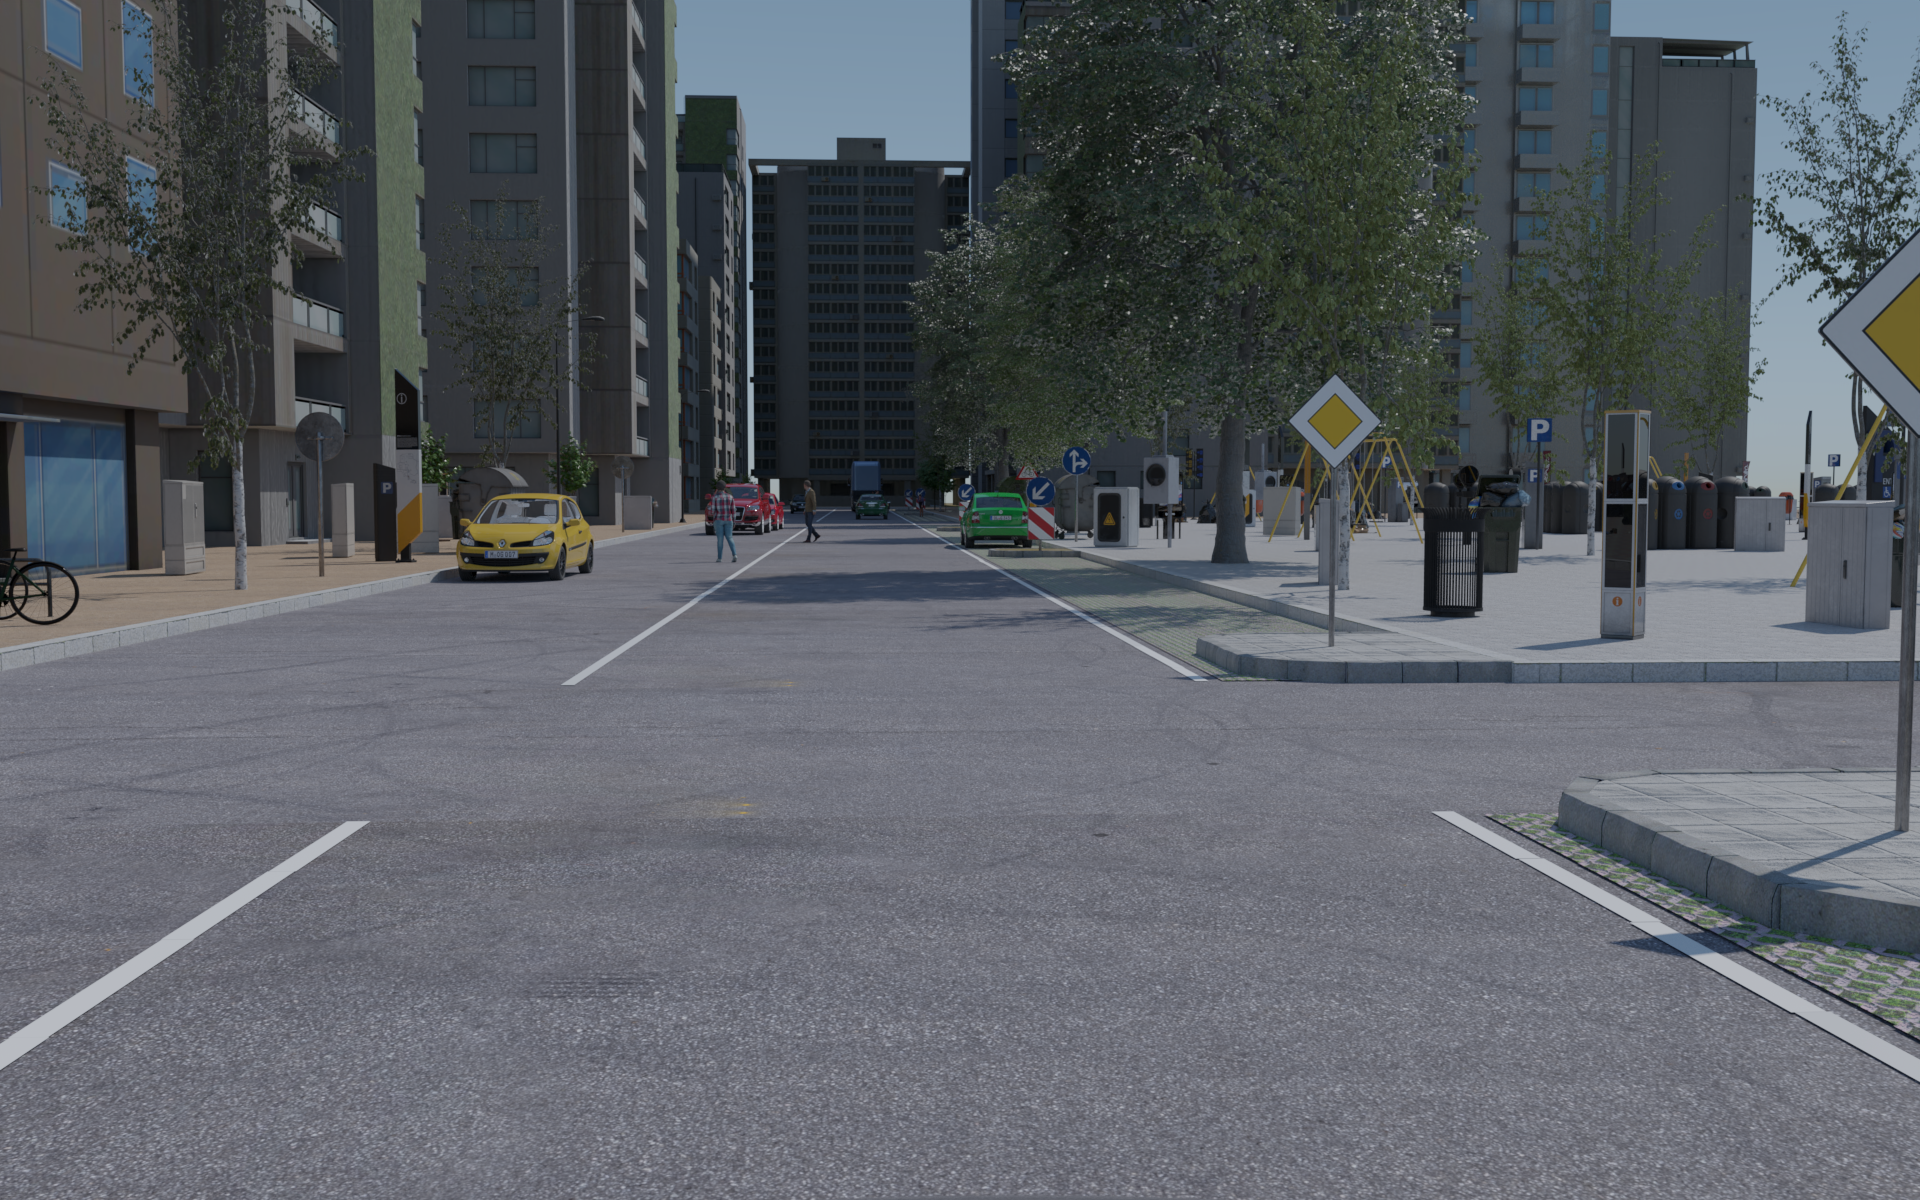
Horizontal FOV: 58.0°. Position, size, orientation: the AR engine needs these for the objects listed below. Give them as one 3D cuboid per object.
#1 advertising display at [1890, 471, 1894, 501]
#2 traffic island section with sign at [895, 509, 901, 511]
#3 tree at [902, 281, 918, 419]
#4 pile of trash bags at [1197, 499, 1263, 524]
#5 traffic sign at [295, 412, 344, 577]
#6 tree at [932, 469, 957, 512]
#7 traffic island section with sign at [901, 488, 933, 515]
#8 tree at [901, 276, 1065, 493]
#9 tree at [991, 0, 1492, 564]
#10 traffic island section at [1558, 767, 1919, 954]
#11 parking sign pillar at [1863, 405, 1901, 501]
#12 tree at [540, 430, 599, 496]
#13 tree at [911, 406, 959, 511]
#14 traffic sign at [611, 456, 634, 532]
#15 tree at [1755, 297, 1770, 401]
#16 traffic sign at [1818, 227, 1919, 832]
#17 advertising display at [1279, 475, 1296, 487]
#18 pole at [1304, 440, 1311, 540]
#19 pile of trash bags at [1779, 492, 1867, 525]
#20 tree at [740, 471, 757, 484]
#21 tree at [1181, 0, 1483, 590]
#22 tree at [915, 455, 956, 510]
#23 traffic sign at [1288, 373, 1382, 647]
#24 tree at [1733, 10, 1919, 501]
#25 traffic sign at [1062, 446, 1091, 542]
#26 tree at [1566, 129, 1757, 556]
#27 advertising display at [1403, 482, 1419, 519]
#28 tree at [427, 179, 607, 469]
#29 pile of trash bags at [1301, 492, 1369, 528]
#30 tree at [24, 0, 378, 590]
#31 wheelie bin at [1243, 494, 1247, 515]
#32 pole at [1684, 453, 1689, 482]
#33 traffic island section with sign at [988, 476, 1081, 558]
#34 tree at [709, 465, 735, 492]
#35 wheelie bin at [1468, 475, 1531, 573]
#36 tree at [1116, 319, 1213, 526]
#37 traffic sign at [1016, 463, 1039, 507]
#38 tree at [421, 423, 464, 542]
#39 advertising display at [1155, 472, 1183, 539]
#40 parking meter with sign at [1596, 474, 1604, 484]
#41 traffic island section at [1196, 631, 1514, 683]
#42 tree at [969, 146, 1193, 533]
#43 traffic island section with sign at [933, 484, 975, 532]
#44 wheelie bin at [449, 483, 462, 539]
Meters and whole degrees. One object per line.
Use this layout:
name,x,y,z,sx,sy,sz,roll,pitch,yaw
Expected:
advertising display,26.534,-2.639,48.369,0.974,1.923,0.123,1,4,18
traffic island section with sign,-4.361,-8.233,143.236,1.989,1.847,2.006,0,4,-3
tree,2.117,-10.540,78.992,9.857,13.997,8.962,0,3,0
pile of trash bags,12.084,-4.045,75.881,3.447,1.369,1.912,-3,5,-40
traffic sign,-9.919,-1.635,26.838,0.768,2.556,0.104,0,4,2
tree,-0.972,-7.989,125.218,1.663,3.219,1.824,0,3,0
traffic island section with sign,-2.777,-6.578,116.171,1.989,1.847,2.006,0,4,-3
tree,2.015,-11.036,90.815,12.009,13.543,11.850,0,3,0
tree,5.118,-7.660,31.890,9.857,13.997,8.962,0,3,0
traffic island section,3.610,0.958,6.617,2.009,0.180,2.903,0,4,-3
parking sign pillar,28.148,-3.940,52.891,1.447,3.967,1.447,-2,4,-23
tree,-11.814,-3.520,52.145,1.663,3.219,1.824,0,3,0
tree,-1.539,-11.047,130.984,4.737,8.622,4.395,0,3,0
traffic sign,-11.291,-3.540,57.977,0.768,2.556,0.104,0,4,0
tree,26.290,-6.751,60.742,4.737,8.622,4.395,0,3,0
traffic sign,3.587,-0.177,6.538,0.795,2.450,0.064,0,4,-3
advertising display,10.946,-3.221,57.870,0.123,1.923,0.974,-1,4,-17
pole,9.710,-3.338,48.412,0.158,3.312,0.155,0,3,0
pile of trash bags,36.017,-3.861,72.887,3.447,1.369,1.912,-1,4,-11
tree,-17.542,-9.008,141.875,1.663,3.219,1.824,0,3,0
tree,5.040,-4.426,22.735,4.737,8.622,4.395,0,3,0
tree,-1.936,-9.431,137.906,4.285,4.588,4.351,0,3,0
traffic sign,3.122,-0.665,14.510,0.795,2.450,0.064,0,4,-3
tree,14.366,-4.682,26.908,4.360,8.622,3.978,0,3,0
traffic sign,3.122,-2.834,46.442,0.768,2.556,0.104,0,4,5
tree,13.423,-5.233,35.924,4.737,8.622,4.395,0,3,0
advertising display,23.255,-5.164,89.651,0.974,1.923,0.123,0,4,-7
tree,-10.893,-5.582,41.636,4.360,8.622,3.978,0,3,0
pile of trash bags,14.011,-3.463,66.364,1.912,1.369,3.447,-3,4,-38
tree,-9.862,-4.436,22.885,4.360,8.622,3.978,0,3,0
wheelie bin,8.756,-2.883,55.038,0.693,1.594,0.980,1,4,11
pole,35.986,-5.629,85.883,0.158,3.312,0.155,0,3,0
traffic island section with sign,1.668,-1.904,39.765,1.989,1.847,2.006,0,4,-3
tree,-15.709,-7.277,113.583,1.663,3.219,1.824,0,3,0
wheelie bin,8.851,-1.251,28.356,0.980,1.594,0.693,0,4,4
tree,7.927,-7.253,68.947,4.360,8.622,3.978,0,3,0
traffic sign,2.479,-3.876,63.384,0.884,2.594,0.081,0,4,2
tree,-14.258,-3.203,46.974,1.663,3.219,1.824,0,3,0
advertising display,5.965,-2.704,49.432,0.974,1.923,0.123,-2,4,-35
parking meter with sign,24.251,-4.206,65.031,0.543,3.016,1.738,-2,4,-35
traffic island section,3.145,0.470,14.589,2.009,0.180,2.903,0,4,-3
tree,3.970,-8.455,56.371,7.486,12.596,7.792,0,3,0
traffic island section with sign,0.106,-3.550,66.675,1.989,1.847,2.006,0,4,-3
wheelie bin,-14.046,-2.520,49.116,0.980,1.594,0.693,2,4,34
